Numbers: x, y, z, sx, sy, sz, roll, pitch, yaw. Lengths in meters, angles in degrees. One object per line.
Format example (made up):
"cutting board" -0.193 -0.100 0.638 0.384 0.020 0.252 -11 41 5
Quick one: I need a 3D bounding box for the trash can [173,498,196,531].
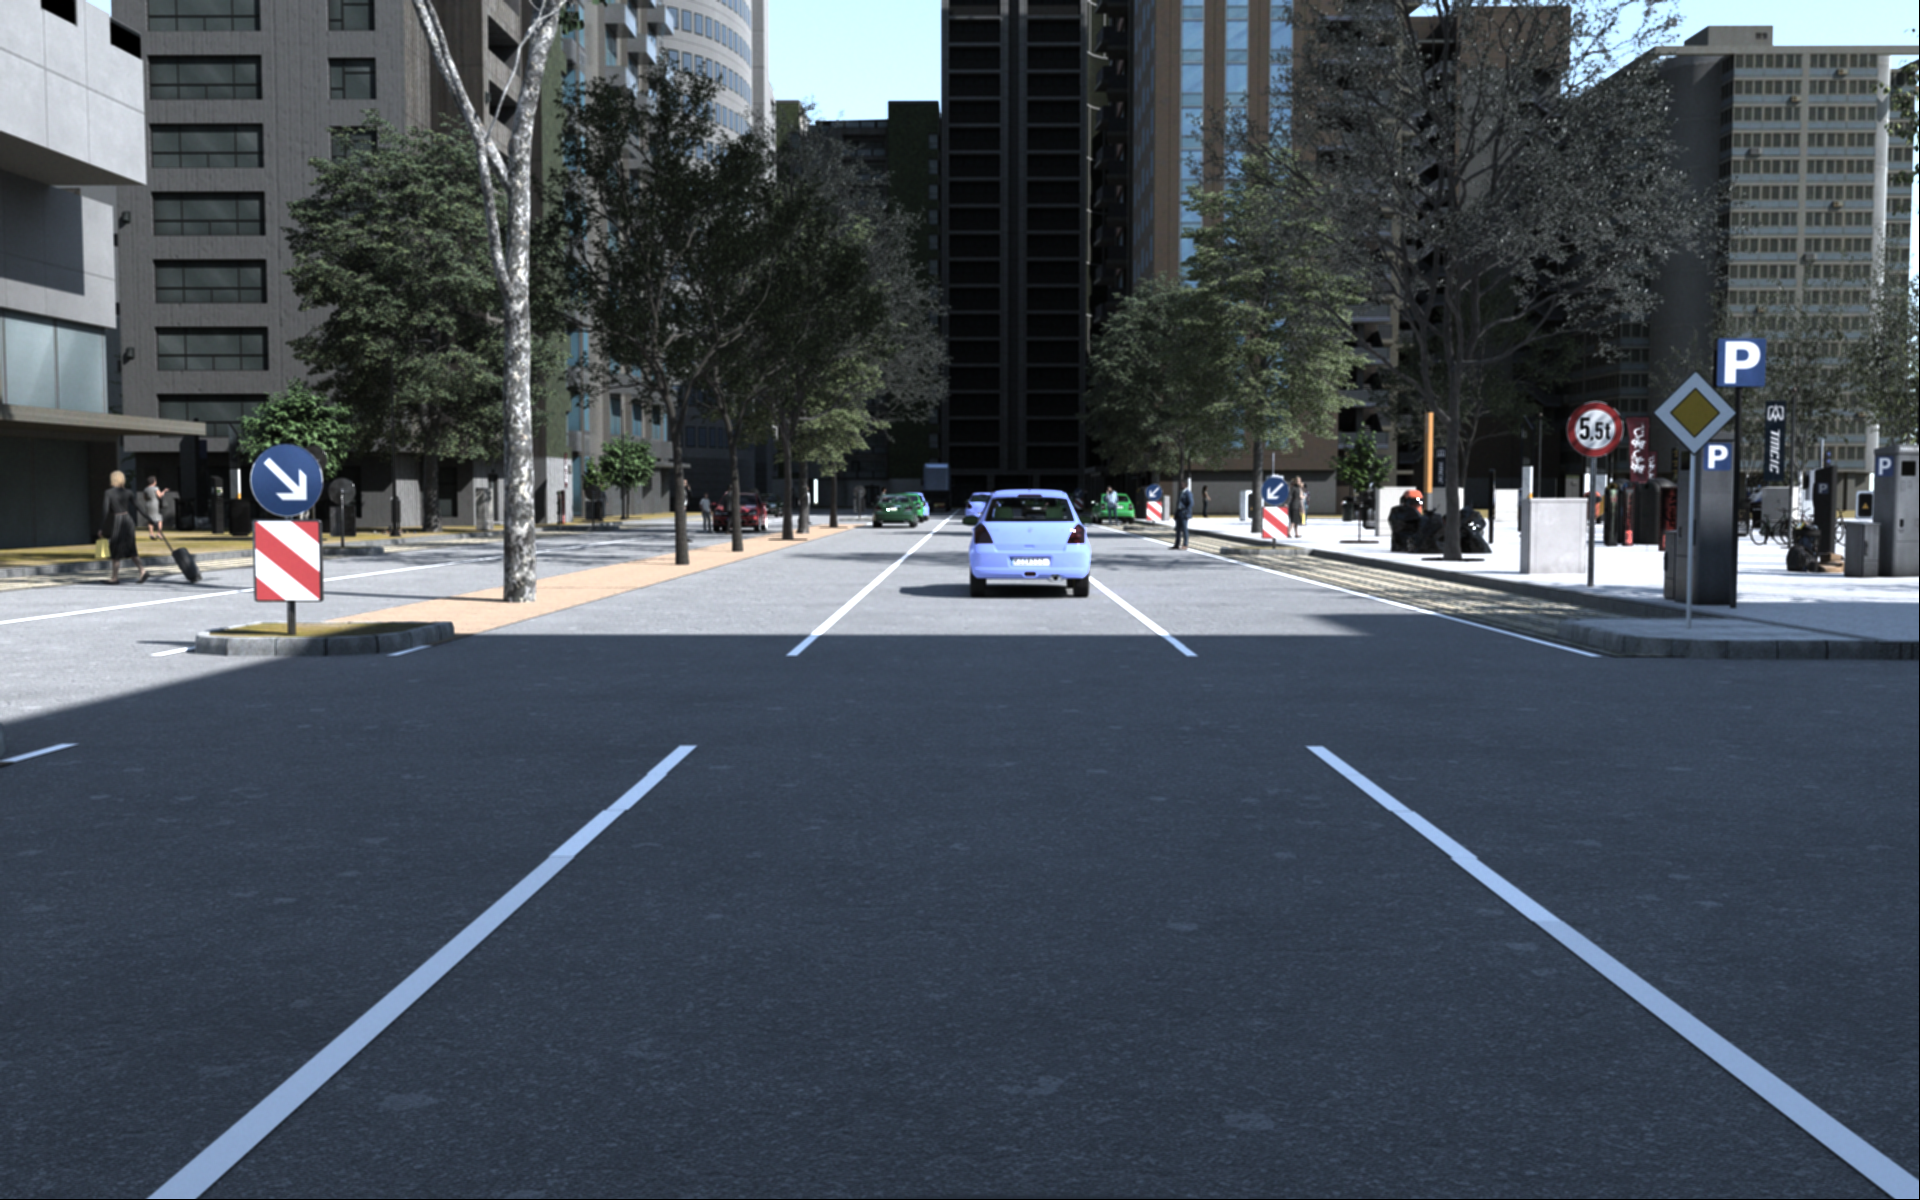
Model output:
"trash can" -26.873 -2.960 60.048 0.748 1.137 0.748 0 3 0

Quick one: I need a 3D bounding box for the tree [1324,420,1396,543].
"tree" 10.616 -3.106 45.390 1.663 3.219 1.824 0 3 0

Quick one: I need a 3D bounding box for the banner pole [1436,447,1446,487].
"banner pole" 22.650 -5.567 81.042 0.863 3.779 0.401 2 4 33

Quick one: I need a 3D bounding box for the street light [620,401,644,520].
"street light" -16.222 -6.945 86.093 1.470 5.913 1.316 0 4 1

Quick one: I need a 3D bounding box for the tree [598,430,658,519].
"tree" -17.193 -6.462 89.369 4.285 4.588 4.351 0 3 0

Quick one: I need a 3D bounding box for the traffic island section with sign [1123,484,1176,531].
"traffic island section with sign" 7.496 -3.665 68.556 1.989 1.847 2.006 0 4 1

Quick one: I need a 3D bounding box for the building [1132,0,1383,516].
"building" 18.416 -28.055 108.803 14.600 45.320 14.200 0 4 1

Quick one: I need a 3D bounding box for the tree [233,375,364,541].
"tree" -18.195 -3.920 47.809 4.285 4.588 4.351 0 3 0

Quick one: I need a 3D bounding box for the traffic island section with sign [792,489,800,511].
"traffic island section with sign" -13.888 -8.418 146.257 1.989 1.847 2.006 0 4 1

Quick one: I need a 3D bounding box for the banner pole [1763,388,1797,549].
"banner pole" 19.366 -3.108 40.835 0.863 3.779 0.401 1 4 8

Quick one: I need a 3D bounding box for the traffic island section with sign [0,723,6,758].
"traffic island section with sign" -6.141 -0.044 8.858 2.006 1.907 1.989 0 4 1

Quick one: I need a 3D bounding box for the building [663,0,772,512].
"building" -27.009 -36.314 135.735 21.231 58.520 28.212 0 4 1

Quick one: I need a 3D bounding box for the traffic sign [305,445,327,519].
"traffic sign" -16.877 -2.757 45.180 0.768 2.556 0.104 0 4 6

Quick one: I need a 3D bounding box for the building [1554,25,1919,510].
"building" 65.060 -27.994 149.576 23.993 40.220 32.217 0 4 1

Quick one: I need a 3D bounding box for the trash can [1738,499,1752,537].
"trash can" 23.505 -2.484 52.261 0.748 1.137 0.748 0 3 0

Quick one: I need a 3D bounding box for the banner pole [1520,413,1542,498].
"banner pole" 17.766 -3.900 53.785 0.863 3.779 0.401 3 5 44

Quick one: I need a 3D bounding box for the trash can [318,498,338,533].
"trash can" -20.911 -2.793 57.324 0.748 1.137 0.748 0 3 0

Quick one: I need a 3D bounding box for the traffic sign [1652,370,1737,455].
"traffic sign" 6.955 -0.869 16.397 0.795 2.593 0.064 0 4 1

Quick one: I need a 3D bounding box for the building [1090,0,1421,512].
"building" 21.545 -29.102 130.441 22.147 44.769 28.867 0 4 1

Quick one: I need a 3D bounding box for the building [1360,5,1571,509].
"building" 45.648 -31.053 157.833 14.200 45.320 14.600 0 4 1

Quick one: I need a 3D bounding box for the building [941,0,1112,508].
"building" 8.446 -45.669 184.940 20.611 71.187 20.563 0 4 1

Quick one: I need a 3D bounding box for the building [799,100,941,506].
"building" -8.925 -30.582 183.603 14.086 41.232 14.154 0 4 1

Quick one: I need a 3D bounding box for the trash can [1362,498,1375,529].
"trash can" 15.021 -3.154 63.225 0.748 1.137 0.748 0 3 0

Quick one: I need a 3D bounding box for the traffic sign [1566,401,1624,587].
"traffic sign" 8.731 -1.455 23.903 0.768 2.556 0.104 0 4 4

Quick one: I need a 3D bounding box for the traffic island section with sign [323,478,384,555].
"traffic island section with sign" -14.895 -1.998 41.299 1.989 1.847 2.006 0 4 1

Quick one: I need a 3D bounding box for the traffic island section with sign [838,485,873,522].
"traffic island section with sign" -5.344 -5.093 91.400 2.006 1.907 1.989 0 4 1

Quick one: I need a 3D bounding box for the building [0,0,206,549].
"building" -32.909 -26.938 29.672 28.713 52.752 27.495 0 4 1

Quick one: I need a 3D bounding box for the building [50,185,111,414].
"building" -74.836 -23.764 160.244 14.107 30.474 14.160 0 4 1

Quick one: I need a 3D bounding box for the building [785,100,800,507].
"building" -23.014 -30.561 183.272 14.086 41.232 14.154 0 4 1

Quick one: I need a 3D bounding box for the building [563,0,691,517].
"building" -30.005 -29.773 106.398 23.786 49.044 30.456 0 4 1

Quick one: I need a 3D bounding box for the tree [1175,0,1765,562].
"tree" 9.339 -7.492 32.863 12.009 13.543 11.850 0 3 0

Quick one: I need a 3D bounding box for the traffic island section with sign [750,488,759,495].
"traffic island section with sign" -14.139 -6.769 119.303 1.989 1.847 2.006 0 4 1

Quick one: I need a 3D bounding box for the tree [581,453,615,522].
"tree" -17.241 -5.286 81.023 1.663 3.219 1.824 0 3 0

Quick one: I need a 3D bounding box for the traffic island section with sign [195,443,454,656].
"traffic island section with sign" -6.060 -0.497 16.265 2.006 1.907 1.989 0 4 1

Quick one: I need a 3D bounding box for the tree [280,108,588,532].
"tree" -17.740 -9.268 58.180 9.857 13.997 8.962 0 3 0

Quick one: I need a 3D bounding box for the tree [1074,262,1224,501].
"tree" 10.820 -11.614 96.543 9.857 13.997 8.962 0 3 0

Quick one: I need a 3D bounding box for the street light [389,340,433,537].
"street light" -16.554 -4.874 52.230 1.470 5.913 1.316 0 4 1

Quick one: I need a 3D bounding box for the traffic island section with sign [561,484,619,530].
"traffic island section with sign" -14.633 -3.680 68.788 1.989 1.847 2.006 0 4 1

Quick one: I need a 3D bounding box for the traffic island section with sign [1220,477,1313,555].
"traffic island section with sign" 7.232 -1.985 41.076 1.989 1.847 2.006 0 4 1

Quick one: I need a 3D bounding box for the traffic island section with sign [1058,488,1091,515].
"traffic island section with sign" 7.973 -6.737 118.776 1.989 1.847 2.006 0 4 1

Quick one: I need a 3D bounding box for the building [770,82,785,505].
"building" -24.288 -29.151 160.220 14.086 41.232 14.154 0 4 1

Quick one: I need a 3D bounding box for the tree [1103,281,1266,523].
"tree" 9.913 -8.632 75.540 7.601 10.594 8.767 -1 4 -9

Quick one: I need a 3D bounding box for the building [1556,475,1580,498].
"building" 56.436 -30.523 182.647 14.086 41.232 14.154 0 4 1

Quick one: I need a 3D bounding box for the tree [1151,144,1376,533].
"tree" 10.090 -8.460 56.443 7.486 12.596 7.792 0 3 0

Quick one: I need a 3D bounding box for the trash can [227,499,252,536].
"trash can" -22.006 -2.523 52.908 0.748 1.137 0.748 0 3 0

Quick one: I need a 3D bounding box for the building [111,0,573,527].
"building" -24.827 -18.348 71.699 14.160 30.474 14.107 0 4 1
